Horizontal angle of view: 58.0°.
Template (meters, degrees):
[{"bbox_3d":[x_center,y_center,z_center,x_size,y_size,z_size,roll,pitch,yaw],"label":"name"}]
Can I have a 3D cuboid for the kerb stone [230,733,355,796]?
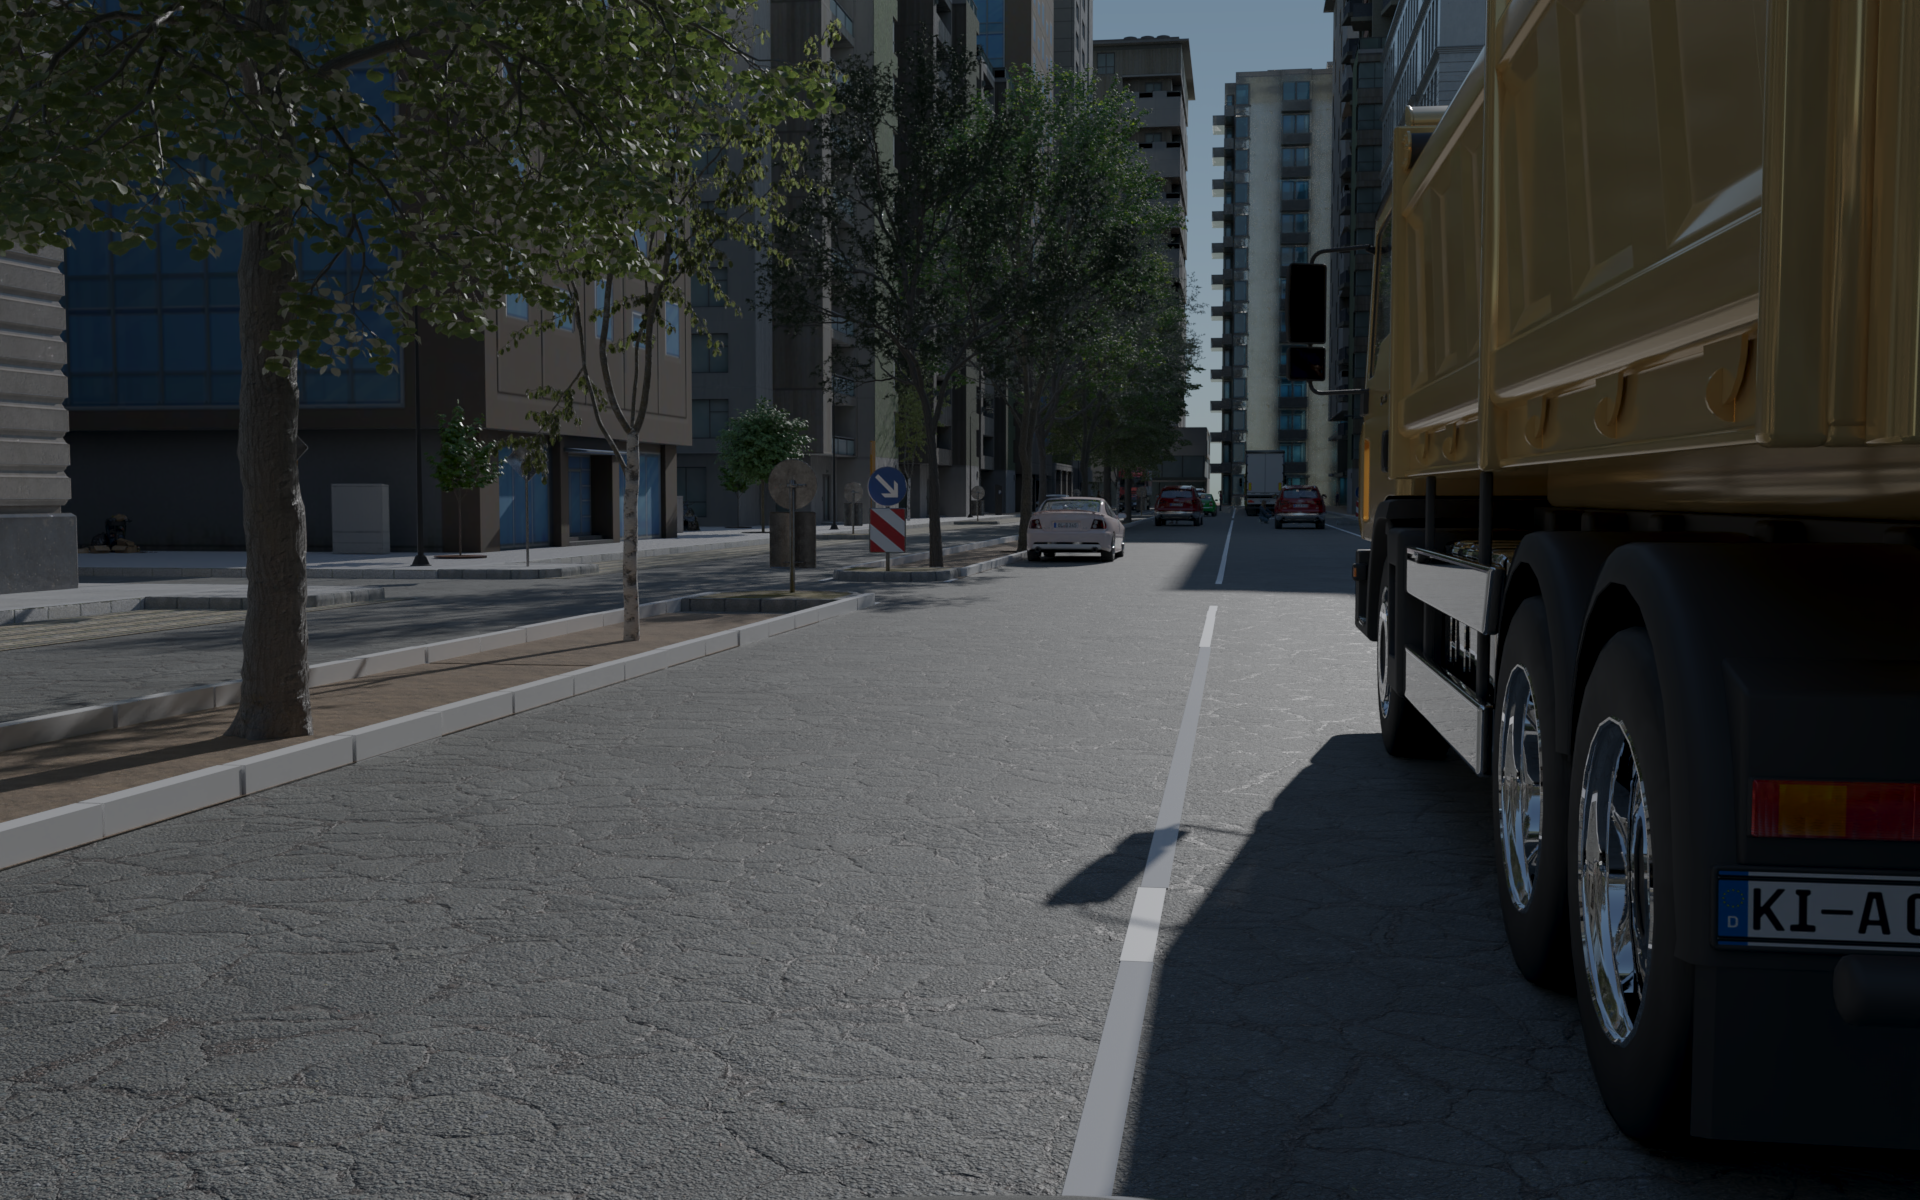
[{"bbox_3d":[-3.361,0.826,8.703,0.120,0.150,1.000,1,4,9],"label":"kerb stone"}]

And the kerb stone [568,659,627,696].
[{"bbox_3d":[-2.708,0.577,12.768,0.120,0.150,1.000,1,4,9],"label":"kerb stone"}]

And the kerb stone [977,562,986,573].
[{"bbox_3d":[0.293,-0.568,31.490,0.120,0.150,1.000,1,4,9],"label":"kerb stone"}]

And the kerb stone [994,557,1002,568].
[{"bbox_3d":[0.628,-0.691,33.516,0.120,0.150,1.000,1,4,9],"label":"kerb stone"}]

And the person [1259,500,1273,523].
[{"bbox_3d":[14.974,-4.311,84.491,0.738,1.151,1.012,3,4,38],"label":"person"}]

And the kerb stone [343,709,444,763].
[{"bbox_3d":[-3.192,0.763,9.720,0.120,0.150,1.000,1,4,9],"label":"kerb stone"}]

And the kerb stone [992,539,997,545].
[{"bbox_3d":[0.827,-1.578,47.995,0.120,0.150,1.000,1,4,9],"label":"kerb stone"}]

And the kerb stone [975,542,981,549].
[{"bbox_3d":[0.338,-1.393,44.967,0.120,0.150,1.000,1,4,9],"label":"kerb stone"}]

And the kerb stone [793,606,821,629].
[{"bbox_3d":[-1.725,0.204,18.865,0.120,0.150,1.000,1,4,9],"label":"kerb stone"}]

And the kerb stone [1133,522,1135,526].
[{"bbox_3d":[7.463,-3.294,76.045,0.120,0.150,1.000,1,4,9],"label":"kerb stone"}]

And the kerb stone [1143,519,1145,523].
[{"bbox_3d":[8.758,-3.790,84.160,0.120,0.150,1.000,1,4,9],"label":"kerb stone"}]

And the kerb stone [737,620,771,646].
[{"bbox_3d":[-2.052,0.328,16.826,0.120,0.150,1.000,1,4,9],"label":"kerb stone"}]

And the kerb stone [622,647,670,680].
[{"bbox_3d":[-2.545,0.517,13.777,0.120,0.150,1.000,1,4,9],"label":"kerb stone"}]

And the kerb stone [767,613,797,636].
[{"bbox_3d":[-1.891,0.267,17.839,0.120,0.150,1.000,1,4,9],"label":"kerb stone"}]

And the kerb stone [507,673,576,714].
[{"bbox_3d":[-2.872,0.639,11.754,0.120,0.150,1.000,1,4,9],"label":"kerb stone"}]

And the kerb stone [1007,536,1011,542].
[{"bbox_3d":[1.310,-1.763,51.024,0.120,0.150,1.000,1,4,9],"label":"kerb stone"}]

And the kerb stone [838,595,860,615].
[{"bbox_3d":[-1.407,0.080,20.894,0.120,0.150,1.000,1,4,9],"label":"kerb stone"}]

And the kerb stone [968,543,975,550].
[{"bbox_3d":[0.182,-1.329,43.957,0.120,0.150,1.000,1,4,9],"label":"kerb stone"}]

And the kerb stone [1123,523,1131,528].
[{"bbox_3d":[7.130,-3.169,74.016,0.120,0.150,1.000,1,4,9],"label":"kerb stone"}]

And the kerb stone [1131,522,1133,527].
[{"bbox_3d":[7.300,-3.231,75.029,0.120,0.150,1.000,1,4,9],"label":"kerb stone"}]

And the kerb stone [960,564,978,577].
[{"bbox_3d":[0.140,-0.505,30.480,0.120,0.150,1.000,1,4,9],"label":"kerb stone"}]

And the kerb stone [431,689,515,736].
[{"bbox_3d":[-3.040,0.701,10.740,0.120,0.150,1.000,1,4,9],"label":"kerb stone"}]

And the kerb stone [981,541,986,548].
[{"bbox_3d":[0.504,-1.455,45.976,0.120,0.150,1.000,1,4,9],"label":"kerb stone"}]

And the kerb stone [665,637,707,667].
[{"bbox_3d":[-2.389,0.453,14.794,0.120,0.150,1.000,1,4,9],"label":"kerb stone"}]

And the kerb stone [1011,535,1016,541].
[{"bbox_3d":[1.482,-1.824,52.032,0.120,0.150,1.000,1,4,9],"label":"kerb stone"}]

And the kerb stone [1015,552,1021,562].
[{"bbox_3d":[1.108,-0.877,36.557,0.120,0.150,1.000,1,4,9],"label":"kerb stone"}]

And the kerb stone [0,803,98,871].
[{"bbox_3d":[-3.689,0.949,6.686,0.120,0.150,1.000,1,4,9],"label":"kerb stone"}]

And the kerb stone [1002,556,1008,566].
[{"bbox_3d":[0.784,-0.754,34.531,0.120,0.150,1.000,1,4,9],"label":"kerb stone"}]

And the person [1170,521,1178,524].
[{"bbox_3d":[10.446,-4.623,84.294,0.606,1.804,0.583,-2,4,-29],"label":"person"}]

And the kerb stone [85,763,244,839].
[{"bbox_3d":[-3.531,0.887,7.695,0.120,0.150,1.000,1,4,9],"label":"kerb stone"}]

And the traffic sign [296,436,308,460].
[{"bbox_3d":[-8.918,-1.167,22.725,0.795,2.450,0.064,1,4,9],"label":"traffic sign"}]

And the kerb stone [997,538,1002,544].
[{"bbox_3d":[0.985,-1.636,49.006,0.120,0.150,1.000,1,4,9],"label":"kerb stone"}]

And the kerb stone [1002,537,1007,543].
[{"bbox_3d":[1.149,-1.698,50.015,0.120,0.150,1.000,1,4,9],"label":"kerb stone"}]

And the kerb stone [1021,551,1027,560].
[{"bbox_3d":[1.275,-0.940,37.566,0.120,0.150,1.000,1,4,9],"label":"kerb stone"}]

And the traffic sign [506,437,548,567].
[{"bbox_3d":[-7.651,-1.649,30.609,0.795,2.450,0.064,1,4,9],"label":"traffic sign"}]

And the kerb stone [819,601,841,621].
[{"bbox_3d":[-1.563,0.141,19.882,0.120,0.150,1.000,1,4,9],"label":"kerb stone"}]

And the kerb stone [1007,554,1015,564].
[{"bbox_3d":[0.950,-0.816,35.544,0.120,0.150,1.000,1,4,9],"label":"kerb stone"}]

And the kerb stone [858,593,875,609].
[{"bbox_3d":[-1.239,0.018,21.906,0.120,0.150,1.000,1,4,9],"label":"kerb stone"}]

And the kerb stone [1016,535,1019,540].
[{"bbox_3d":[1.635,-1.887,53.054,0.120,0.150,1.000,1,4,9],"label":"kerb stone"}]

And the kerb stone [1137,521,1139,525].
[{"bbox_3d":[7.948,-3.479,79.079,0.120,0.150,1.000,1,4,9],"label":"kerb stone"}]

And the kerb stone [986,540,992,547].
[{"bbox_3d":[0.667,-1.513,46.986,0.120,0.150,1.000,1,4,9],"label":"kerb stone"}]

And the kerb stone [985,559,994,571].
[{"bbox_3d":[0.457,-0.631,32.508,0.120,0.150,1.000,1,4,9],"label":"kerb stone"}]

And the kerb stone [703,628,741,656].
[{"bbox_3d":[-2.226,0.393,15.814,0.120,0.150,1.000,1,4,9],"label":"kerb stone"}]
